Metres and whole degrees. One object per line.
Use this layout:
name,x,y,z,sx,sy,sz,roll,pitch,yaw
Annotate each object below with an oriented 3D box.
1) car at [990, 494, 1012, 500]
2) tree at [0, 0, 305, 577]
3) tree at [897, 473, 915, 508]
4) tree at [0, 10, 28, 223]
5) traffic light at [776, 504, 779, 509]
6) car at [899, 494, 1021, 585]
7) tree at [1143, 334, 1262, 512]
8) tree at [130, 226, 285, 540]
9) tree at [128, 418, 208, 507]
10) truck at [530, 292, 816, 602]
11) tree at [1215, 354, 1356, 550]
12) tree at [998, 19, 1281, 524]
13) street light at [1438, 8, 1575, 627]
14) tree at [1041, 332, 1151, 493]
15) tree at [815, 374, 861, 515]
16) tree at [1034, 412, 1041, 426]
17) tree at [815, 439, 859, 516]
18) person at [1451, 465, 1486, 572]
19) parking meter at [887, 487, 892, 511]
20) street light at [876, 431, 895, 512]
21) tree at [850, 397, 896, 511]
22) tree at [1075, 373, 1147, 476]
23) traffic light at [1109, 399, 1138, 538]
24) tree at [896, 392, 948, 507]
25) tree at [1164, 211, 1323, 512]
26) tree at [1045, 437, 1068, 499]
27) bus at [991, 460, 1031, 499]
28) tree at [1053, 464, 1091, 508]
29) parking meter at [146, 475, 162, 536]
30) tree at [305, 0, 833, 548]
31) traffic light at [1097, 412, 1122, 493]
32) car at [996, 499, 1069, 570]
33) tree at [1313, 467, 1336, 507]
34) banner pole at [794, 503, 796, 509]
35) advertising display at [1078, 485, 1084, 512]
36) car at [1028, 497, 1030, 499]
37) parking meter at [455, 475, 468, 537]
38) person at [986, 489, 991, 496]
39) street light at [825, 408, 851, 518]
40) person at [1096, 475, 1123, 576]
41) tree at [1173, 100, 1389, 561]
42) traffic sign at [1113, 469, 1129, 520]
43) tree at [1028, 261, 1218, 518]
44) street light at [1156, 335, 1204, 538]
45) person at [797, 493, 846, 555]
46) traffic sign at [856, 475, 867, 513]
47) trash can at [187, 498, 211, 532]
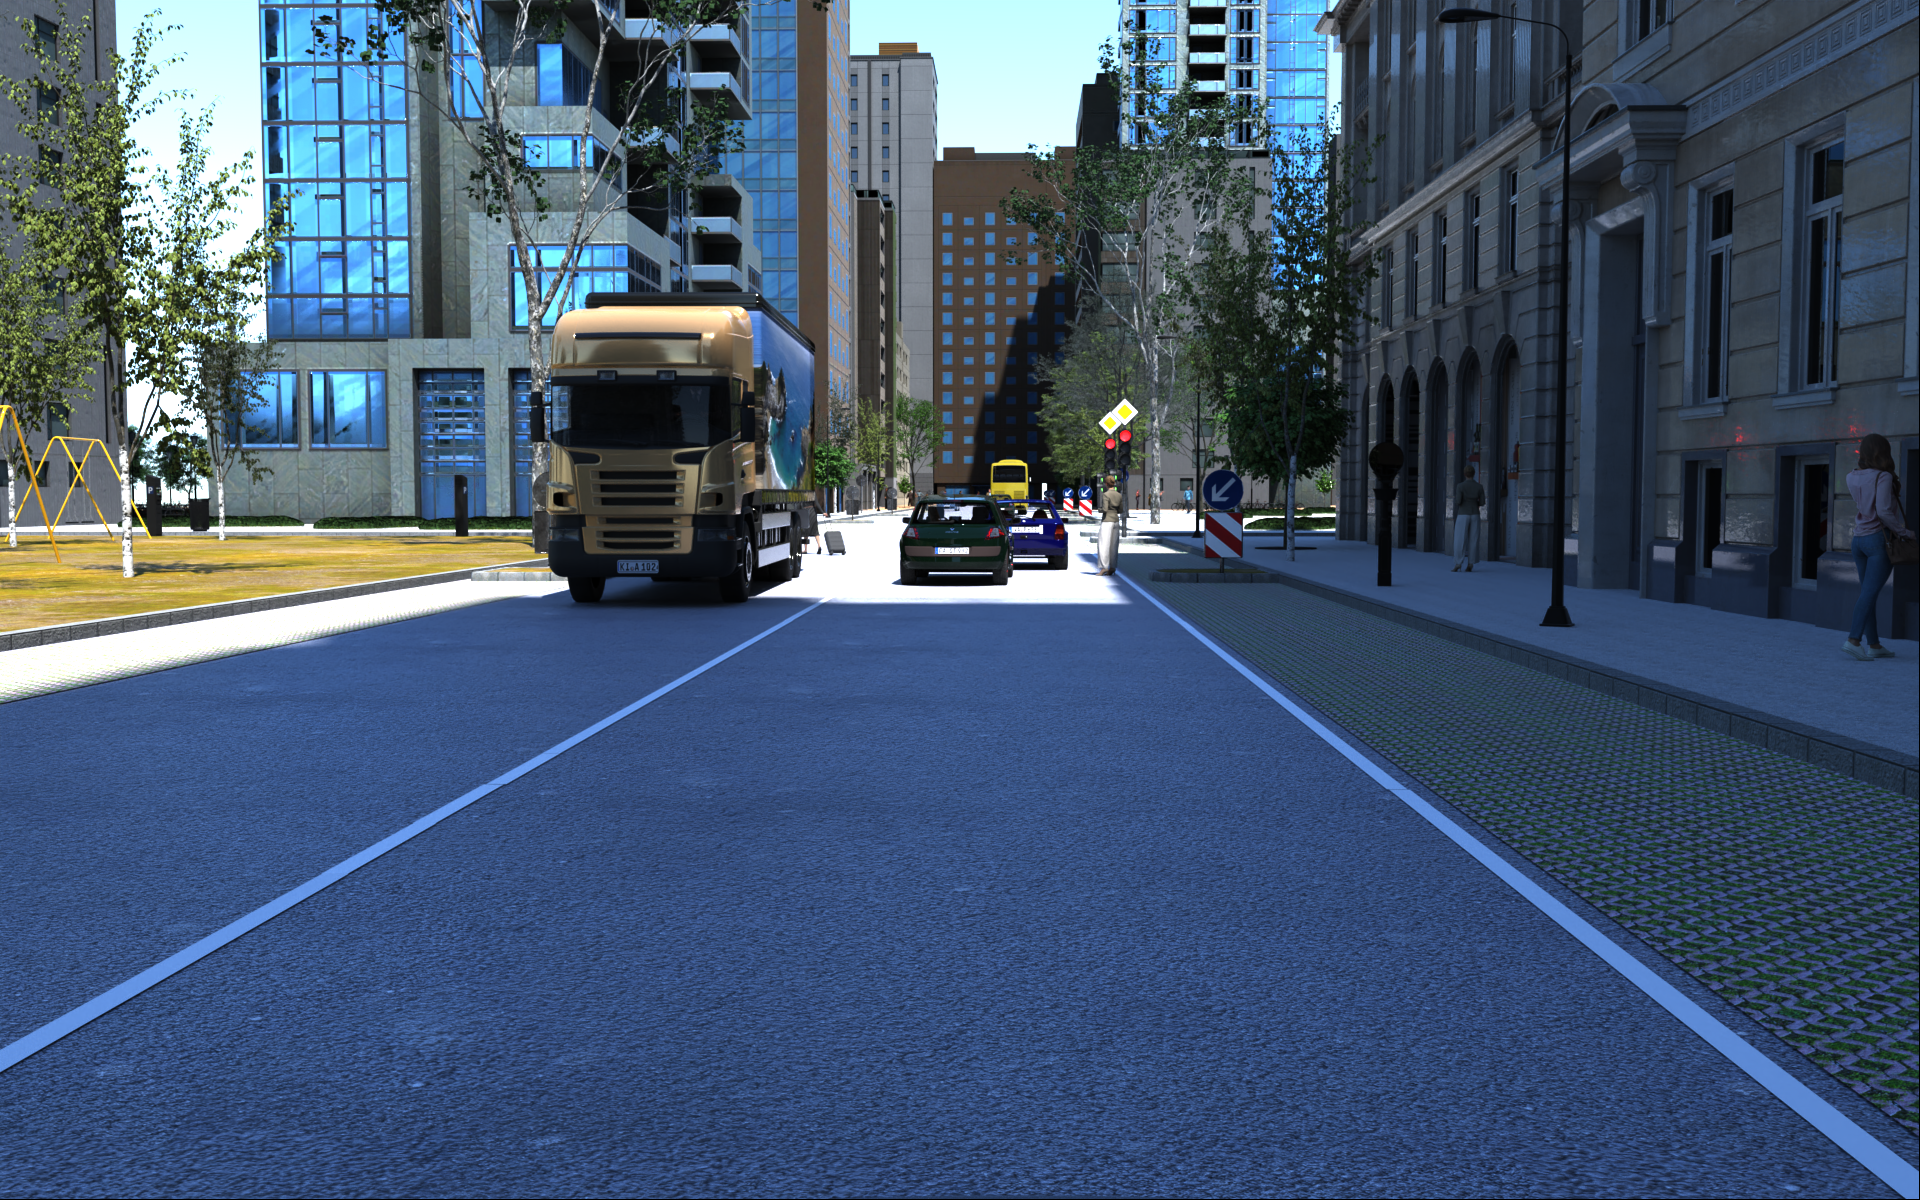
car,2.408,-5.716,103.250,2.009,1.686,4.222,0,4,2
tree,-12.595,-4.653,26.443,4.737,8.622,4.395,0,3,0
tree,-4.983,-10.082,159.449,1.663,3.219,1.824,0,3,0
tree,-13.476,-4.281,20.363,4.360,8.622,3.978,0,3,0
traffic light,-6.275,-4.306,59.326,0.839,4.253,0.868,0,4,2
car,-0.004,-1.155,28.665,2.009,1.686,4.222,0,4,3
tree,15.313,-11.226,109.307,9.928,11.665,9.643,0,3,0
tree,-20.399,-5.939,47.458,4.360,8.622,3.978,0,3,0
tree,-61.603,-9.849,123.929,11.467,7.101,20.602,0,4,4
truck,-3.946,-2.291,26.369,2.839,4.237,11.283,0,4,1
tree,7.549,-3.465,40.361,4.285,4.588,4.351,0,3,0
tree,7.073,-13.231,72.209,12.611,20.169,13.585,0,3,0
street light,5.273,-2.701,16.709,1.470,5.913,1.316,0,4,2
tree,10.094,-12.407,120.979,7.486,12.596,7.792,0,3,0
tree,-7.793,-9.550,106.509,4.360,8.622,3.978,0,3,0
tree,9.716,-13.314,135.807,7.486,12.596,7.792,0,3,0
tree,-7.574,-7.156,100.719,4.285,4.588,4.351,0,3,0
person,8.389,-1.346,28.602,0.519,1.759,0.362,0,4,-1
parking meter,-5.479,-7.863,134.274,0.399,1.863,0.255,0,4,-4
street light,-5.437,-9.443,126.936,1.470,5.913,1.316,0,4,2
tree,-6.635,-11.019,130.529,4.737,8.622,4.395,0,3,0
tree,9.122,-9.375,103.647,4.737,8.622,4.395,0,3,0
traffic light,4.824,-3.797,50.996,0.839,4.253,0.868,0,4,2
tree,-4.806,-15.324,176.309,9.928,11.665,9.643,0,3,0
tree,7.270,-5.787,44.974,4.360,8.622,3.978,0,3,0
tree,10.695,-13.755,175.262,4.360,8.622,3.978,0,3,0
bus,3.593,-8.042,123.028,2.896,3.916,12.252,0,4,3
tree,10.762,-11.343,169.166,4.285,4.588,4.351,0,3,0
parking meter,-24.514,-2.874,52.697,0.399,1.863,0.255,1,4,18
tree,-9.102,-11.251,39.840,12.611,20.169,13.585,0,3,0
traffic light,5.081,-4.285,58.977,0.839,4.253,0.868,0,4,2
car,1.192,-1.318,34.126,1.945,1.354,3.894,0,3,0
tree,25.652,-7.797,122.086,1.663,3.219,1.824,0,3,0
banner pole,-7.328,-5.296,76.603,0.401,3.779,0.863,0,4,4
advertising display,8.832,-7.427,126.642,0.123,1.923,0.974,1,4,23
car,6.300,-10.422,179.985,1.945,1.707,3.694,0,4,4
parking meter,-15.054,-2.850,52.308,0.255,1.863,0.399,1,4,10
person,2.233,-7.713,134.524,0.836,1.842,0.656,2,4,30
street light,-6.571,-7.379,93.181,1.470,5.913,1.316,0,4,2
person,2.615,-1.312,30.493,0.519,1.759,0.362,-3,5,-40
tree,6.289,-5.061,33.111,4.737,8.622,4.395,0,3,0
traffic sign,7.869,-5.172,84.662,0.768,2.556,0.104,0,4,6
tree,8.771,-11.134,92.404,12.009,13.543,11.850,0,3,0
street light,6.431,-4.779,50.684,1.470,5.913,1.316,0,4,2
person,-3.355,-1.969,40.904,0.699,1.804,1.509,-2,4,-33
traffic sign,-6.586,-7.068,115.672,0.768,2.556,0.104,1,4,9
trash can,-26.072,-2.919,59.384,0.748,1.137,0.748,0,3,0
